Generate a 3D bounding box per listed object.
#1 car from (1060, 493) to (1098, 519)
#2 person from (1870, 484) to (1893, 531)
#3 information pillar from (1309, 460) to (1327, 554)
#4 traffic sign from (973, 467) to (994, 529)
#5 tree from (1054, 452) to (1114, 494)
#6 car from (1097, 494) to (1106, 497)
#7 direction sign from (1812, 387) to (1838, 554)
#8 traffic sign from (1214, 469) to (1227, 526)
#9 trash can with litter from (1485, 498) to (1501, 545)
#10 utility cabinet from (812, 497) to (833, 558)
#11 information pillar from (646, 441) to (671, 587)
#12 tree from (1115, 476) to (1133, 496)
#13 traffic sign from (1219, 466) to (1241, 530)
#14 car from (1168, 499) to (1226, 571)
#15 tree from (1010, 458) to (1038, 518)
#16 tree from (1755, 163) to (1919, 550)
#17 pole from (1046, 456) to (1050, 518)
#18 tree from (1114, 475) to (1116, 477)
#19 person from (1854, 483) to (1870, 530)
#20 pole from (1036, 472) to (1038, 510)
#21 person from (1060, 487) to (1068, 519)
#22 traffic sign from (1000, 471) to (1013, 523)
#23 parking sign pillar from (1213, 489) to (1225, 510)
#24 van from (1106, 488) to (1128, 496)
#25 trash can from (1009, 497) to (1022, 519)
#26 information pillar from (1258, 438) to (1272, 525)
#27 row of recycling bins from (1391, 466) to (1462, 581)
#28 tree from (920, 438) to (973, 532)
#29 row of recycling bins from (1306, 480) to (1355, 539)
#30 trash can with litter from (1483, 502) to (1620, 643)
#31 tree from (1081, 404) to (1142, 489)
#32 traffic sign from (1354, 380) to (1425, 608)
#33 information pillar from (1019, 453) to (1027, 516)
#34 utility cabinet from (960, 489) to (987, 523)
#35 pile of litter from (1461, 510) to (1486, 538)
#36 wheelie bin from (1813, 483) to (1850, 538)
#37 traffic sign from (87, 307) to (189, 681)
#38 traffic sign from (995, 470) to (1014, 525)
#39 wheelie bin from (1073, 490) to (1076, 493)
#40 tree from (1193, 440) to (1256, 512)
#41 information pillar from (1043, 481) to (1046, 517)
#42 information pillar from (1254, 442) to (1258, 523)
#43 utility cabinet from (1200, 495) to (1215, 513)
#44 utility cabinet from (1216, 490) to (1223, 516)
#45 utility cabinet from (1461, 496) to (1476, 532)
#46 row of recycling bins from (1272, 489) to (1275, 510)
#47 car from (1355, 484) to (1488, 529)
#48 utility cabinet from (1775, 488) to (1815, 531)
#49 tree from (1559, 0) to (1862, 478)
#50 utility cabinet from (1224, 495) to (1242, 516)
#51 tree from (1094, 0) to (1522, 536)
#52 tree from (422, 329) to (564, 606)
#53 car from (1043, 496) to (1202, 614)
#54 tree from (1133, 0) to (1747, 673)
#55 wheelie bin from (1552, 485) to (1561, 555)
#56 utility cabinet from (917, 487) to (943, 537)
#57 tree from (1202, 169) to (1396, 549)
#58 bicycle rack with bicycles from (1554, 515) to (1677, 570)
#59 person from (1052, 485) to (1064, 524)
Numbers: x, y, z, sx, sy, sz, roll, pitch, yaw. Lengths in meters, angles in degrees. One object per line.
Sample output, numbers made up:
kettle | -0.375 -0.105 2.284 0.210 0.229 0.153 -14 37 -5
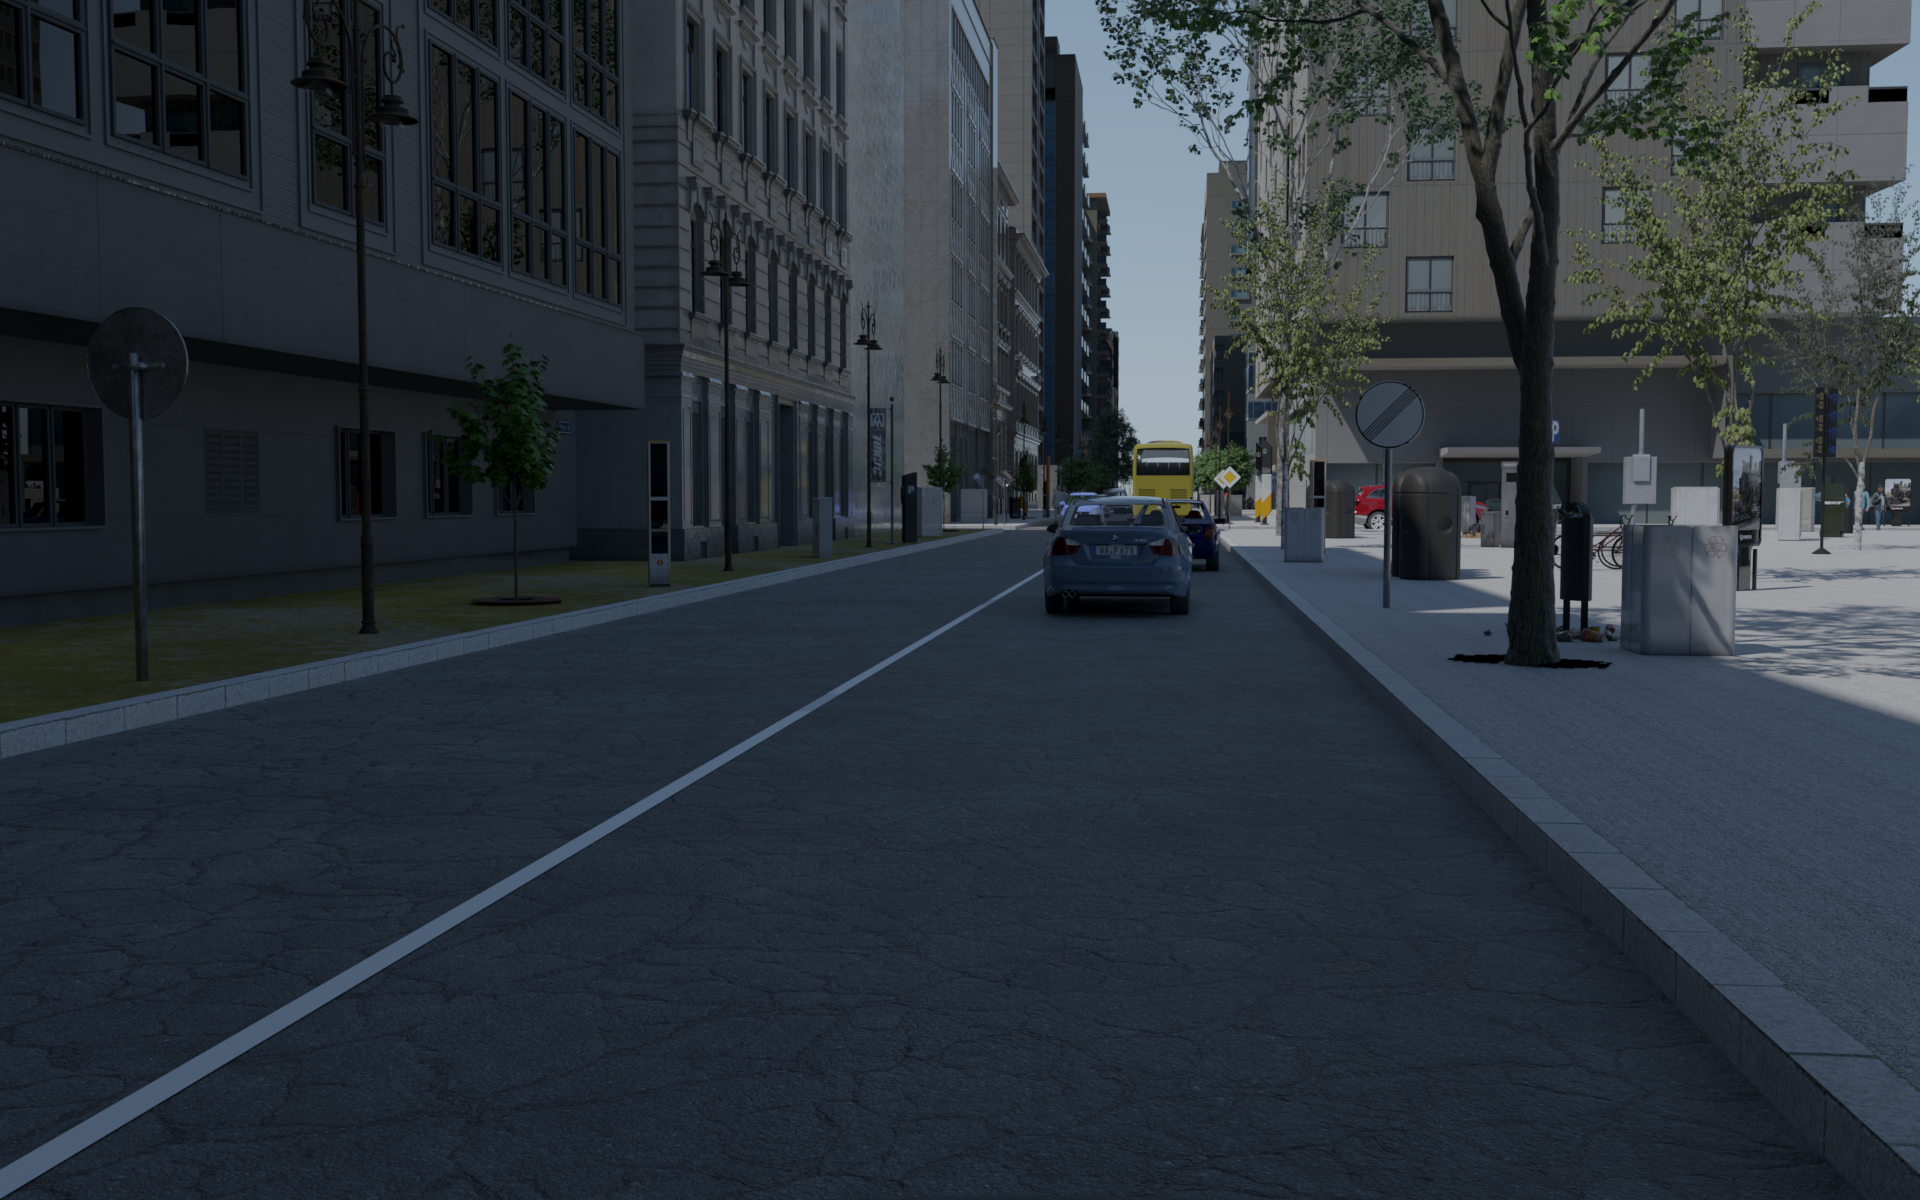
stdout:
car | 5.300 -3.973 74.546 1.945 1.707 3.694 0 4 8
person | 33.313 -3.295 62.723 0.623 1.781 0.721 -2 4 -27
information pillar | 7.688 -2.004 37.258 0.304 2.012 0.304 0 4 -1
traffic sign | 0.852 -3.647 63.266 0.795 2.450 0.064 0 4 7
tree | 8.896 -9.153 133.369 4.285 4.588 4.351 0 3 0
car | 8.427 -5.847 107.606 2.014 1.417 4.499 0 4 7
direction sign | 18.403 -2.746 36.892 0.876 3.537 0.379 -3 4 -35
traffic sign | 10.653 -4.064 70.087 0.795 2.450 0.064 0 4 7
trash can with litter | 13.802 -2.004 44.151 0.624 1.170 1.055 0 4 -4
utility cabinet | -2.805 -1.470 35.195 0.306 1.237 1.020 -1 4 -12
information pillar | -4.176 -1.194 24.010 0.304 2.012 0.304 -1 4 -13
tree | 24.978 -19.105 262.723 4.360 8.622 3.978 0 3 0
traffic sign | 9.677 -3.579 62.162 0.795 2.450 0.064 0 4 7
car | 4.202 -1.296 33.762 1.945 1.354 3.894 1 4 9
tree | 3.567 -5.949 91.869 1.663 3.219 1.824 0 3 0
tree | 20.476 -5.448 39.432 4.360 8.622 3.978 0 3 0
pole | 4.760 -6.104 93.645 0.158 3.312 0.155 0 3 0
tree | 11.619 -10.650 157.842 4.285 4.588 4.351 0 3 0
person | 32.152 -3.265 61.752 0.748 1.841 0.638 -2 4 -27
pole | 6.336 -9.142 143.318 0.158 3.312 0.155 0 3 0
person | 5.305 -4.882 88.540 0.478 1.798 0.641 3 5 44
traffic sign | 2.038 -4.512 75.901 0.606 2.300 0.079 1 4 9
parking sign pillar | 20.455 -9.172 138.429 1.447 3.967 1.447 0 4 7
van | 11.281 -7.212 124.922 2.013 2.044 4.112 0 4 8
trash can | 2.870 -4.809 90.281 0.748 1.137 0.748 0 3 0
information pillar | 12.734 -4.927 71.911 0.183 3.616 0.504 -3 5 -41
row of recycling bins | 7.308 -1.236 27.322 1.069 1.692 3.534 1 4 13
tree | -0.639 -3.973 59.555 1.663 3.219 1.824 0 3 0
row of recycling bins | 10.921 -2.705 51.344 1.069 1.692 3.534 0 4 1
trash can with litter | 5.593 -0.288 15.765 1.678 1.210 2.233 0 4 2
tree | 19.554 -18.629 221.586 9.611 12.733 9.660 0 3 0
traffic sign | 4.814 -1.185 19.473 0.768 2.556 0.104 1 4 10
information pillar | 3.662 -6.649 100.073 0.504 3.616 0.183 2 4 32
utility cabinet | 0.607 -4.148 76.497 1.173 1.500 0.318 0 4 -6
pile of litter | 15.370 -2.224 50.321 1.719 0.858 1.176 2 4 34
wheelie bin | 25.790 -2.651 51.256 0.980 1.594 0.693 2 4 27
traffic sign | -5.617 -0.717 11.823 0.768 2.556 0.104 1 4 11
traffic sign | 1.828 -4.131 71.191 0.795 2.450 0.064 0 4 7
wheelie bin | 8.206 -7.317 127.537 0.693 1.594 0.980 3 4 37
tree | 16.292 -7.773 110.800 4.285 4.588 4.351 0 3 0
information pillar | 4.732 -5.549 95.217 0.304 2.012 0.304 1 4 22
information pillar | 13.501 -5.289 77.826 0.504 3.616 0.183 2 4 32
utility cabinet | 17.150 -6.654 119.957 1.020 1.237 0.306 2 4 26
utility cabinet | 15.232 -5.670 101.382 0.318 1.500 1.173 1 4 16
utility cabinet | 17.093 -2.919 58.895 0.306 1.237 1.020 -2 4 -24
row of recycling bins | 25.477 -8.292 142.682 1.069 1.692 3.534 1 4 12
car | 17.103 -3.433 64.805 5.304 1.827 2.281 0 4 7
utility cabinet | 28.540 -3.089 59.184 0.318 1.500 1.173 -3 5 -42
tree | 11.210 -4.597 25.524 4.737 8.622 4.395 0 3 0
utility cabinet | 16.300 -5.635 103.293 1.020 1.237 0.306 -1 4 -14
tree | 11.232 -11.982 51.788 12.611 20.169 13.585 0 3 0
tree | -5.163 -1.575 20.347 1.663 3.219 1.824 0 3 0
car | 2.058 -0.611 21.987 2.014 1.417 4.499 0 4 8
tree | 4.134 -5.318 12.707 9.928 11.665 9.643 0 3 0
wheelie bin | 12.085 -1.736 36.284 0.980 1.594 0.693 -1 4 -22
utility cabinet | -0.937 -2.623 51.570 0.318 1.500 1.173 2 4 30
tree | 7.798 -5.491 40.137 4.737 8.622 4.395 0 3 0
bicycle rack with bicycles | 11.722 -0.984 29.477 2.925 0.926 2.852 2 4 28
person | 4.690 -4.516 82.213 0.514 1.842 0.818 -2 4 -31
